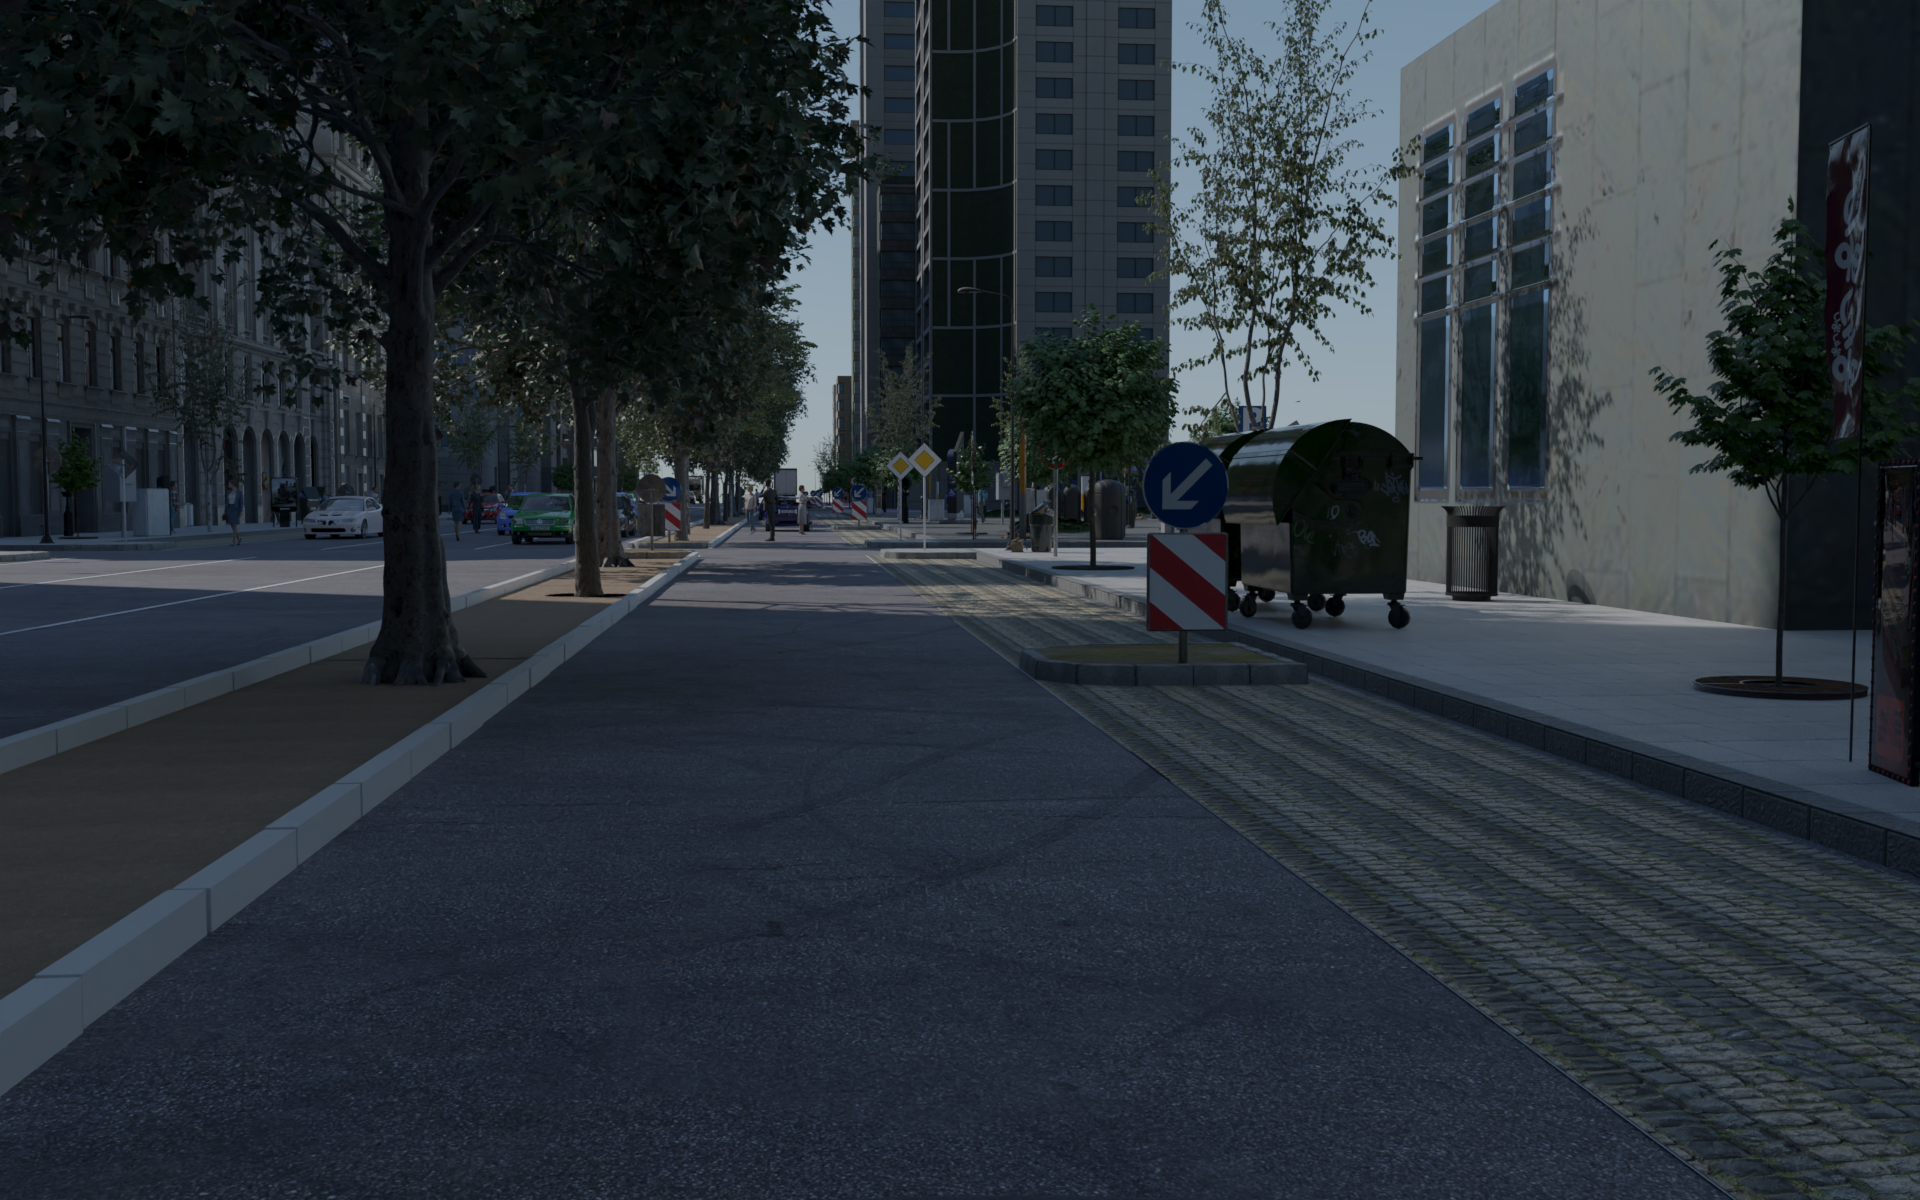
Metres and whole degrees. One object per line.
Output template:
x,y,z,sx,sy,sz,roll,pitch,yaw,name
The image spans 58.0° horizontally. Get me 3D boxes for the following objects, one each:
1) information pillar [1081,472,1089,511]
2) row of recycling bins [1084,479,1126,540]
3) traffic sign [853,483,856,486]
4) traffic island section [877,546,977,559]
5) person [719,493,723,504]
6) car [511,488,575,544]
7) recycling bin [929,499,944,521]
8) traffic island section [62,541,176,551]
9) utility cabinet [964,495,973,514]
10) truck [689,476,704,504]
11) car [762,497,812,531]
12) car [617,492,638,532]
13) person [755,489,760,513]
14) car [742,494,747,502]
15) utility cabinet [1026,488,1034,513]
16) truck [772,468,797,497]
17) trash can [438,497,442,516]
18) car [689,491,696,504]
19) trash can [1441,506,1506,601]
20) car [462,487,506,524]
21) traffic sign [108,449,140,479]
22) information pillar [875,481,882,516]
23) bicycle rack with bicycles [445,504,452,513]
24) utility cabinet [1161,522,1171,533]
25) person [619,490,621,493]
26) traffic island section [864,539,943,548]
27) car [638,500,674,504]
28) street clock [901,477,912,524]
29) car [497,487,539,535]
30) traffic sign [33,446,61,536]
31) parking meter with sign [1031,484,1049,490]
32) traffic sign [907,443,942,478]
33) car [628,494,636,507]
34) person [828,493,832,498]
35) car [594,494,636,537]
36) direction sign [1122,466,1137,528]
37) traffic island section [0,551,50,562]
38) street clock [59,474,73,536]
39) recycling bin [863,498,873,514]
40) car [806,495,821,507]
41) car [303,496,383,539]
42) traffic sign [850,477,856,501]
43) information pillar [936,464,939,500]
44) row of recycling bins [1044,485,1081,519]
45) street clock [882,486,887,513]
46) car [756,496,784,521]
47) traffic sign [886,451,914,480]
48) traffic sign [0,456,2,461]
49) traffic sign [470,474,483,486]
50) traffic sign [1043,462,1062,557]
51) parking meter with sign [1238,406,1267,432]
5.895,-5.461,80.637,0.504,3.616,0.183,-2,4,-23,information pillar
4.264,-2.618,49.918,1.069,1.692,3.534,0,4,7,row of recycling bins
-6.690,-7.045,115.190,0.884,2.594,0.081,0,4,-5,traffic sign
-0.761,-1.042,39.318,2.009,0.180,2.903,0,4,-6,traffic island section
-33.204,-14.350,243.201,1.350,1.814,0.705,0,4,6,person
-12.056,-2.570,50.808,1.959,1.807,4.718,0,4,-7,car
-1.110,-4.208,81.363,0.722,1.027,0.722,0,4,-1,recycling bin
-21.809,-1.402,45.207,2.009,0.180,2.903,0,4,-6,traffic island section
0.536,-6.117,111.175,1.020,1.237,0.306,-3,5,-39,utility cabinet
-40.694,-16.942,265.908,2.839,4.237,11.283,0,4,-6,truck
-6.751,-3.372,67.720,1.945,1.354,3.894,0,4,-6,car
-12.927,-3.325,63.962,1.945,1.707,3.694,0,4,-4,car
-15.081,-7.312,127.912,0.599,1.838,0.709,2,4,33,person
-32.823,-15.470,263.154,2.015,1.641,3.980,0,4,-7,car
2.584,-3.432,64.793,0.318,1.500,1.173,1,4,8,utility cabinet
-19.483,-12.466,192.733,2.839,4.237,11.283,0,4,-7,truck
-30.750,-5.505,101.662,0.748,1.137,0.748,0,3,0,trash can
-37.831,-14.198,240.809,2.281,1.827,5.304,0,4,-7,car
6.175,-0.564,20.876,0.748,1.137,0.748,0,3,0,trash can
-22.984,-4.574,83.818,2.155,1.783,4.494,0,4,-7,car
-21.787,-2.627,45.142,0.795,2.593,0.064,0,4,-6,traffic sign
-4.702,-5.827,99.765,0.304,2.012,0.304,-1,4,-21,information pillar
-34.722,-6.274,115.965,2.852,0.926,2.925,0,4,4,bicycle rack with bicycles
6.825,-2.812,57.143,0.306,1.237,1.020,0,3,0,utility cabinet
-29.756,-8.763,151.865,1.350,1.814,0.705,3,4,37,person
-1.572,-1.528,47.262,2.009,0.180,2.903,0,4,-6,traffic island section
-16.078,-5.113,92.640,2.155,1.783,4.494,0,4,-6,car
-2.354,-4.335,75.445,0.471,2.002,0.358,2,4,24,street clock
-15.342,-3.169,61.406,1.945,1.707,3.694,0,4,-5,car
-24.235,-2.806,45.983,0.768,2.556,0.104,0,4,1,traffic sign
4.731,-6.770,106.945,1.738,3.016,0.543,-1,4,-21,parking meter with sign
-0.783,-2.266,39.233,0.795,2.593,0.064,0,4,-6,traffic sign
-36.137,-10.946,187.764,1.959,1.807,4.718,0,4,-6,car
-18.192,-14.418,242.494,0.721,1.735,1.217,-2,4,-32,person
-11.933,-2.971,58.358,2.009,1.686,4.222,0,4,-5,car
6.327,-4.444,64.649,0.379,3.537,0.876,-2,4,-34,direction sign
-20.998,-0.916,37.263,2.009,0.180,2.903,0,4,-6,traffic island section
-27.122,-2.940,52.631,0.471,2.002,0.358,1,4,22,street clock
-5.969,-6.234,114.480,0.722,1.027,0.722,-2,4,-34,recycling bin
-15.423,-10.367,182.074,1.945,1.354,3.894,0,4,-5,car
-20.063,-2.715,56.754,2.083,1.381,4.827,0,4,-4,car
-7.367,-7.446,121.841,0.768,2.556,0.104,0,4,-2,traffic sign
-1.512,-7.602,115.646,0.183,3.616,0.504,-1,4,-12,information pillar
5.383,-4.196,75.721,3.534,1.692,1.069,0,4,3,row of recycling bins
-5.227,-7.077,120.272,0.358,2.002,0.471,-1,4,-10,street clock
-10.236,-5.059,95.293,1.945,1.354,3.894,0,4,-6,car
-1.595,-2.751,47.177,0.795,2.593,0.064,0,4,-6,traffic sign
-20.975,-2.141,37.198,0.795,2.593,0.064,0,4,-6,traffic sign
-30.231,-6.617,108.301,0.768,2.556,0.104,0,4,0,traffic sign
1.959,-2.161,35.444,0.768,2.556,0.104,0,4,3,traffic sign
5.882,-2.371,35.026,0.543,3.016,1.738,1,4,8,parking meter with sign
